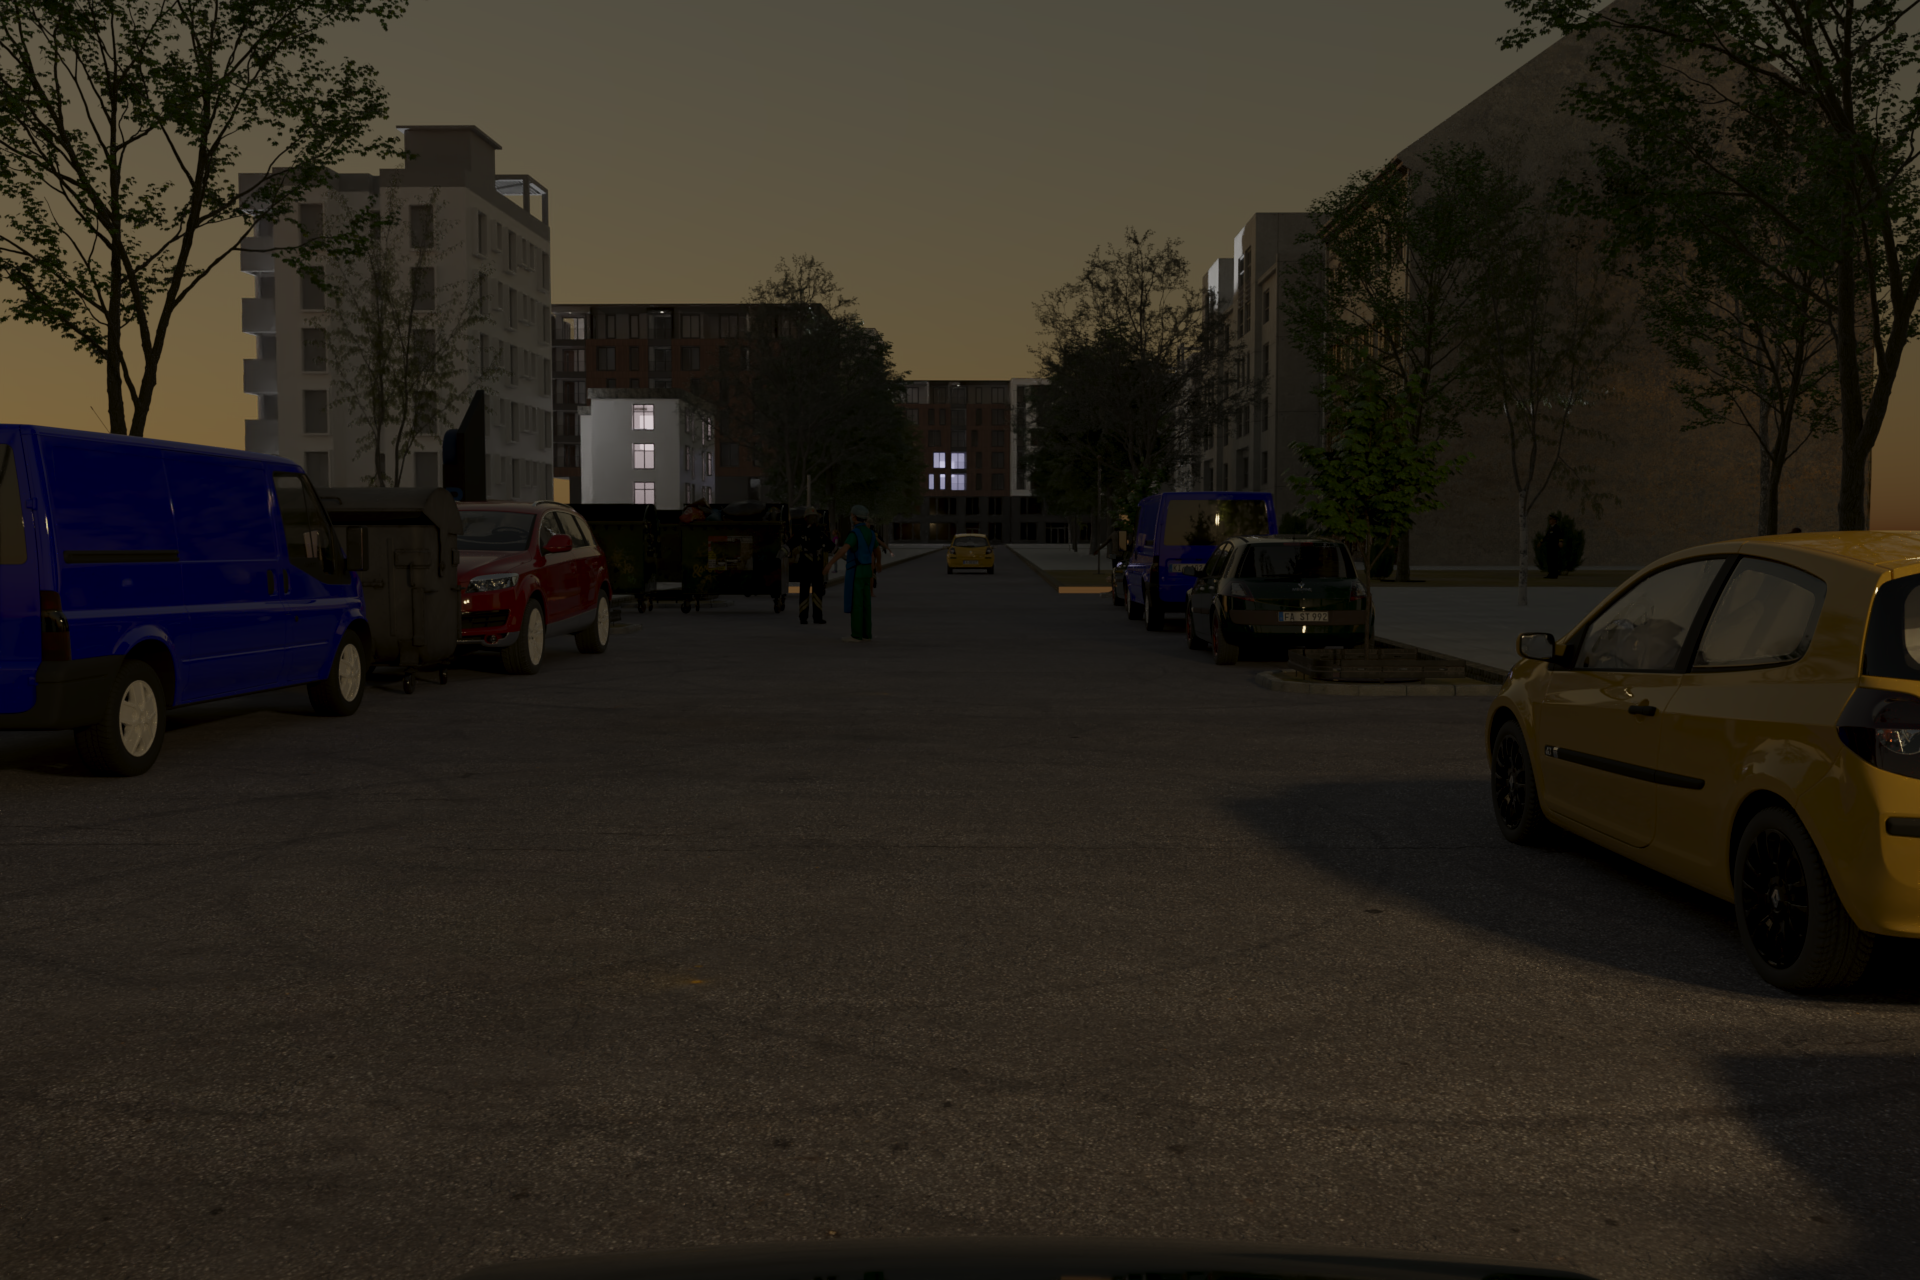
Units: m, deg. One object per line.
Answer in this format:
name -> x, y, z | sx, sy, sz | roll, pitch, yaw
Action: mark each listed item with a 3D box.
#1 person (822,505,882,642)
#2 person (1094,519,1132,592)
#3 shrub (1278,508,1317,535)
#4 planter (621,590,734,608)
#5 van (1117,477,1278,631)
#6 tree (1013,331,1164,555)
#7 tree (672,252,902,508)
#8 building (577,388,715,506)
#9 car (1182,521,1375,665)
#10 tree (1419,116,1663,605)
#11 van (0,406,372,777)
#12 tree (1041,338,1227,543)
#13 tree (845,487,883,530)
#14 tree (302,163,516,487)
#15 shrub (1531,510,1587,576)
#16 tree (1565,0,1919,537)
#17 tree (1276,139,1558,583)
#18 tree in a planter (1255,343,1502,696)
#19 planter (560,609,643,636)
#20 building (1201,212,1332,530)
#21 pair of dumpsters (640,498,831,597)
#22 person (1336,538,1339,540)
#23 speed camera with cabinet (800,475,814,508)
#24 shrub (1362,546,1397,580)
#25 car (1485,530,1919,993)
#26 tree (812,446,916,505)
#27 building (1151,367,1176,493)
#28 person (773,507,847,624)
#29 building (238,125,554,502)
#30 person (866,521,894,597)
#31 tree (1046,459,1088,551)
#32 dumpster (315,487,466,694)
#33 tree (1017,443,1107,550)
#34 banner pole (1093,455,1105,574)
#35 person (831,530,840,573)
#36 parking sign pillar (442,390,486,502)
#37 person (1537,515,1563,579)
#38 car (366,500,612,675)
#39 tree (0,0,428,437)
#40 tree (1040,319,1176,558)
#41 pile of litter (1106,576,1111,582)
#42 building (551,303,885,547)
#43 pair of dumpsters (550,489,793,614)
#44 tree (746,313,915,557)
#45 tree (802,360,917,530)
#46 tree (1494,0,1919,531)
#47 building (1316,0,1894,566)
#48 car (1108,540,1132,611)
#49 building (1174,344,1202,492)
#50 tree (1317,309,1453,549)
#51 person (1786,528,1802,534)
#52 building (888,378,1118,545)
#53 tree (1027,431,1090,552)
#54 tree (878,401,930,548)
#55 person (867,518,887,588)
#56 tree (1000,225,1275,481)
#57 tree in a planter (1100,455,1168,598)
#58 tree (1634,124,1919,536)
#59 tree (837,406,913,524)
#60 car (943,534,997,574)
person -> -1.365, -0.885, 23.050 | 0.704, 1.817, 1.347 | 2, 4, 29
person -> 3.812, -2.024, 41.678 | 1.348, 1.813, 0.705 | 3, 5, 41
shrub -> 10.130, -2.979, 52.744 | 1.661, 2.075, 1.752 | 0, 3, 0
planter -> -5.553, -0.813, 34.436 | 1.991, 0.319, 1.994 | 0, 4, 1
van -> 3.710, -1.396, 27.208 | 2.240, 2.365, 5.245 | 0, 4, 1
tree -> 8.246, -12.268, 107.236 | 9.857, 13.997, 8.962 | 0, 3, 0
tree -> -7.196, -10.060, 74.857 | 12.009, 13.543, 11.850 | 0, 3, 0
building -> -20.487, -10.493, 113.706 | 9.099, 9.664, 28.070 | 0, 4, 0
car -> 3.664, -0.643, 20.298 | 2.009, 1.686, 4.222 | 0, 4, 1
tree -> 10.222, -4.949, 31.279 | 4.360, 8.622, 3.978 | 0, 3, 0
van -> -5.745, -0.458, 11.880 | 2.240, 2.365, 5.245 | 0, 4, 1
tree -> 8.020, -8.964, 80.967 | 8.767, 10.594, 7.601 | -1, 4, -11
tree -> -6.203, -10.886, 128.343 | 4.360, 8.622, 3.978 | 0, 3, 0
tree -> -11.745, -5.178, 35.030 | 4.360, 8.622, 3.978 | 0, 3, 0
shrub -> 18.547, -3.038, 53.706 | 1.661, 2.075, 1.752 | 0, 3, 0
tree -> 27.613, -12.469, 59.754 | 12.611, 20.169, 13.585 | 0, 3, 0
tree -> 12.007, -7.354, 45.991 | 9.928, 11.665, 9.643 | 0, 3, 0
tree in a planter -> 3.843, -1.164, 16.260 | 1.991, 3.239, 1.994 | 0, 3, 0
planter -> -5.754, -0.263, 25.434 | 1.991, 0.319, 1.994 | 0, 4, 2
building -> 24.757, -14.518, 103.819 | 16.747, 18.905, 31.486 | 0, 4, 1
pair of dumpsters -> -5.191, -2.124, 39.671 | 4.436, 2.255, 1.574 | 0, 4, 1
person -> 15.806, -4.238, 75.141 | 1.347, 1.847, 0.705 | 2, 4, 27
speed camera with cabinet -> -5.198, -3.931, 58.608 | 0.660, 3.252, 2.038 | 0, 4, 3
shrub -> 11.763, -2.291, 48.578 | 1.383, 1.207, 1.383 | 0, 3, 0
car -> 3.387, 0.207, 6.841 | 2.015, 1.641, 3.980 | 0, 4, 0
tree -> -7.169, -11.338, 119.785 | 8.767, 10.594, 7.601 | 0, 4, -2
building -> 25.611, -20.531, 192.100 | 16.016, 20.090, 11.380 | 0, 4, 1
person -> -2.366, -1.184, 27.602 | 1.354, 1.856, 0.705 | -2, 4, -27
building -> -27.345, -13.777, 81.682 | 16.016, 20.090, 11.380 | 0, 4, 0
person -> -2.120, -1.853, 39.560 | 1.217, 1.733, 0.721 | -1, 4, -11
tree -> 8.308, -11.128, 132.307 | 4.737, 8.622, 4.395 | 0, 3, 0
dumpster -> -5.624, -0.472, 15.940 | 1.865, 1.857, 1.264 | 0, 4, 2
tree -> 9.125, -12.633, 140.964 | 8.767, 10.594, 7.601 | -2, 4, -31
banner pole -> 4.421, -3.964, 54.834 | 0.401, 3.779, 0.863 | 0, 4, 1
person -> -4.196, -2.939, 57.320 | 0.599, 1.433, 0.991 | 0, 4, -8
parking sign pillar -> -9.094, -2.651, 31.813 | 1.447, 3.967, 1.447 | 0, 4, 1
person -> 17.021, -2.683, 49.798 | 0.705, 1.837, 1.347 | -1, 4, -9
car -> -5.299, -0.651, 19.310 | 2.281, 1.827, 5.304 | 0, 4, 1
tree -> -11.499, -6.003, 23.905 | 9.928, 11.665, 9.643 | 0, 3, 0
tree -> 7.795, -10.605, 91.522 | 7.486, 12.596, 7.792 | 0, 3, 0
pile of litter -> 4.435, -1.941, 45.700 | 1.176, 0.858, 1.719 | 0, 4, 0
building -> -22.397, -19.938, 169.958 | 27.936, 21.610, 32.646 | 0, 4, 1
pair of dumpsters -> -5.320, -1.631, 31.624 | 4.436, 2.255, 1.574 | 0, 4, 1
tree -> -7.270, -11.752, 98.797 | 9.857, 13.997, 8.962 | 0, 3, 0
tree -> -6.491, -11.734, 109.979 | 7.486, 12.596, 7.792 | 0, 3, 0
tree -> 10.071, -5.700, 18.956 | 9.928, 11.665, 9.643 | 0, 3, 0
building -> 27.372, -15.109, 77.966 | 19.493, 23.208, 18.063 | 0, 4, 2
car -> 3.920, -1.450, 33.498 | 2.009, 1.686, 4.222 | 0, 3, 0
building -> 26.447, -19.276, 171.585 | 16.016, 20.090, 11.380 | 0, 4, 1
tree -> 13.772, -6.537, 57.243 | 4.737, 8.622, 4.395 | 0, 3, 0
person -> 18.472, -1.808, 38.837 | 0.697, 1.427, 0.421 | 2, 4, 32
building -> 4.116, -24.007, 238.937 | 32.646, 21.610, 27.936 | 0, 4, -2
tree -> 8.022, -11.562, 123.447 | 7.601, 10.594, 8.767 | -3, 5, -42
tree -> -6.010, -13.985, 146.783 | 7.486, 12.596, 7.792 | 0, 3, 0
person -> -2.413, -2.304, 45.911 | 1.354, 1.856, 0.705 | -3, 5, -45
tree -> 7.180, -9.661, 68.320 | 12.009, 13.543, 11.850 | 0, 3, 0
tree in a planter -> 4.192, -2.576, 39.347 | 1.991, 3.239, 1.994 | 0, 4, 1
tree -> 21.017, -7.247, 44.240 | 9.928, 11.665, 9.643 | 0, 3, 0
tree -> -7.278, -13.319, 135.889 | 7.486, 12.596, 7.792 | 0, 3, 0
car -> 0.371, -3.229, 63.021 | 2.015, 1.641, 3.980 | 0, 4, 0
